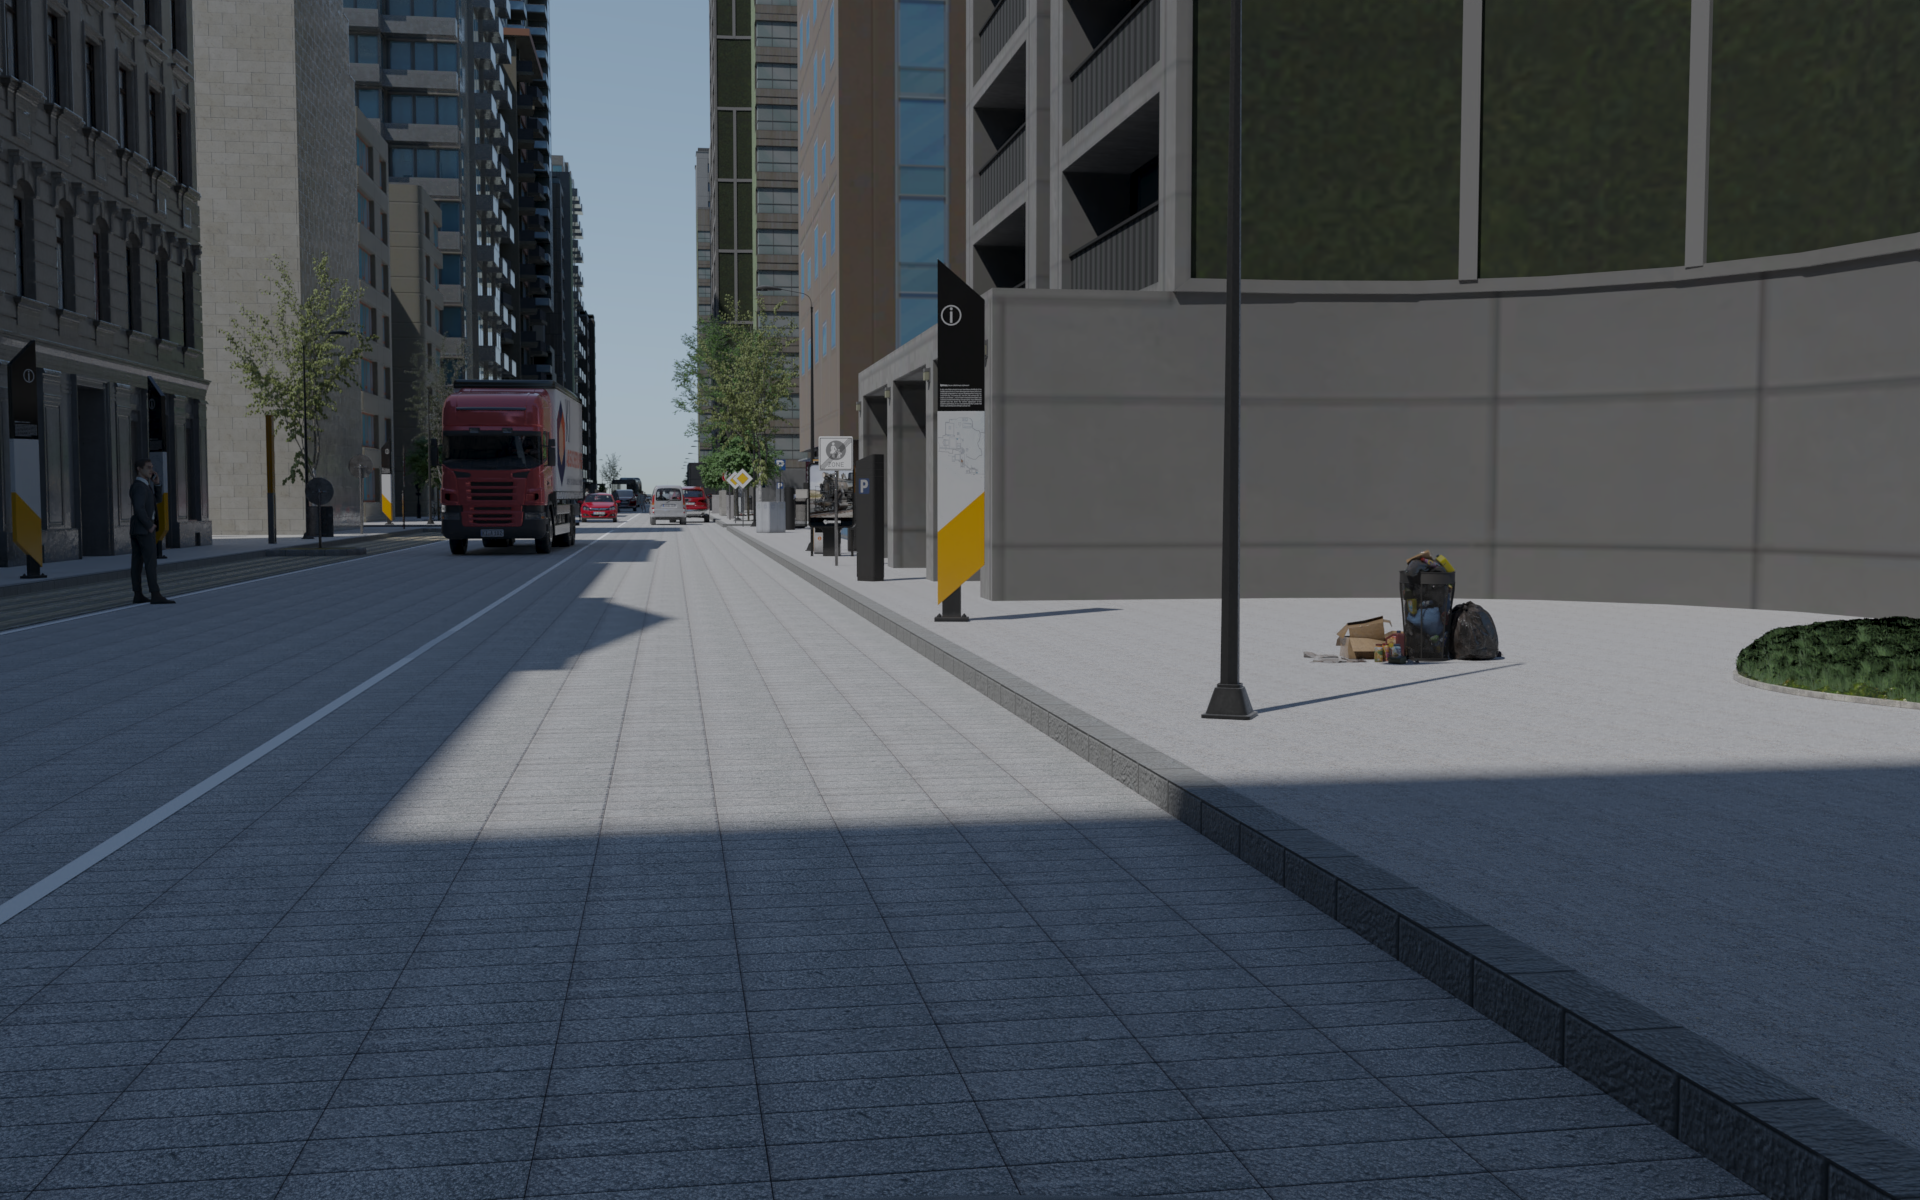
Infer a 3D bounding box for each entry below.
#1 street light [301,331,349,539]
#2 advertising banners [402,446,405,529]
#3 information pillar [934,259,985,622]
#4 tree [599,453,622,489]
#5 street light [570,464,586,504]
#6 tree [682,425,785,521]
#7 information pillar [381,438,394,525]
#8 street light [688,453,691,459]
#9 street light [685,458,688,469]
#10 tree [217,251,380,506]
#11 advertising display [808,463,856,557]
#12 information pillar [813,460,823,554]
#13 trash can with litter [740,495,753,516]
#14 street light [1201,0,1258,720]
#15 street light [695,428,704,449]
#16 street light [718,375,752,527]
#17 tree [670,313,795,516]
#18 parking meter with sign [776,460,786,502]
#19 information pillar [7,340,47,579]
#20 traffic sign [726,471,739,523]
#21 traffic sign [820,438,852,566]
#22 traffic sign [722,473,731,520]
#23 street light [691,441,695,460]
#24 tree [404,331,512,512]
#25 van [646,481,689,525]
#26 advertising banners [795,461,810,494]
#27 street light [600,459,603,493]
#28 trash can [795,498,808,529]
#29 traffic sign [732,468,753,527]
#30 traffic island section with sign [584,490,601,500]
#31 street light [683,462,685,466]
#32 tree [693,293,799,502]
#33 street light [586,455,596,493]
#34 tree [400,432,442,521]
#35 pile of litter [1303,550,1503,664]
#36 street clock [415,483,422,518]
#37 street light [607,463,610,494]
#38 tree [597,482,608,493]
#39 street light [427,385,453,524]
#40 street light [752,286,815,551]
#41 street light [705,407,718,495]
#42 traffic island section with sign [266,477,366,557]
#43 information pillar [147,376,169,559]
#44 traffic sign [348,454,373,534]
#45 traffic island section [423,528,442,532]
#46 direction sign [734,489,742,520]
[{"bbox_3d":[-18.039,-4.691,49.245,1.470,5.913,1.316,-1,4,-9],"label":"street light"},{"bbox_3d":[-20.364,-4.109,63.369,0.090,3.025,2.074,-1,4,-20],"label":"advertising banners"},{"bbox_3d":[-0.002,-1.589,17.340,0.504,3.616,0.183,0,4,3],"label":"information pillar"},{"bbox_3d":[-61.096,-21.577,303.143,4.737,8.622,4.395,0,3,0],"label":"tree"},{"bbox_3d":[-39.407,-12.541,177.587,1.470,5.913,1.316,-1,4,-9],"label":"street light"},{"bbox_3d":[-10.116,-6.026,82.239,4.285,4.588,4.351,0,3,0],"label":"tree"},{"bbox_3d":[-24.073,-4.979,72.768,0.504,3.616,0.183,2,4,24],"label":"information pillar"},{"bbox_3d":[-25.144,-11.868,166.574,1.470,5.913,1.316,-1,4,-9],"label":"street light"},{"bbox_3d":[-29.900,-13.608,195.037,1.470,5.913,1.316,-1,4,-9],"label":"street light"},{"bbox_3d":[-19.622,-6.203,51.775,4.737,8.622,4.395,0,3,0],"label":"tree"},{"bbox_3d":[-2.637,-1.859,35.615,0.974,1.923,0.123,1,4,9],"label":"advertising display"},{"bbox_3d":[-2.930,-1.988,37.001,0.304,2.012,0.304,2,4,24],"label":"information pillar"},{"bbox_3d":[-12.761,-5.693,104.146,1.678,1.210,2.233,-3,4,-39],"label":"trash can with litter"},{"bbox_3d":[1.018,-2.274,9.719,1.470,5.913,1.316,-1,4,-9],"label":"street light"},{"bbox_3d":[-17.616,-9.094,121.229,1.470,5.913,1.316,-1,4,-9],"label":"street light"},{"bbox_3d":[-8.602,-5.825,67.784,1.470,5.913,1.316,-1,4,-9],"label":"street light"},{"bbox_3d":[-13.152,-10.676,100.313,9.928,11.665,9.643,0,3,0],"label":"tree"},{"bbox_3d":[-9.176,-5.644,88.537,0.543,3.016,1.738,0,4,-5],"label":"parking meter with sign"},{"bbox_3d":[-14.125,-2.130,26.178,0.183,3.616,0.504,1,4,16],"label":"information pillar"},{"bbox_3d":[-9.824,-4.409,75.725,0.795,2.450,0.064,-1,4,-9],"label":"traffic sign"},{"bbox_3d":[-2.207,-1.758,30.866,0.606,2.300,0.079,0,4,-1],"label":"traffic sign"},{"bbox_3d":[-11.424,-5.252,85.981,0.768,2.556,0.104,0,4,-5],"label":"traffic sign"},{"bbox_3d":[-22.312,-10.841,149.795,1.470,5.913,1.316,-1,4,-9],"label":"street light"},{"bbox_3d":[-23.557,-7.891,79.378,4.360,8.622,3.978,0,3,0],"label":"tree"},{"bbox_3d":[-13.749,-4.553,81.453,2.013,2.044,4.112,-1,4,-11],"label":"van"},{"bbox_3d":[-8.483,-5.849,91.811,0.090,3.025,2.074,2,4,33],"label":"advertising banners"},{"bbox_3d":[-48.453,-15.849,231.673,1.470,5.913,1.316,-1,4,-9],"label":"street light"},{"bbox_3d":[-5.996,-3.231,64.485,0.748,1.137,0.748,0,3,0],"label":"trash can"},{"bbox_3d":[-8.508,-3.927,67.848,0.795,2.450,0.064,-1,4,-9],"label":"traffic sign"},{"bbox_3d":[-37.067,-10.025,172.539,1.989,1.847,2.006,-1,4,-9],"label":"traffic island section with sign"},{"bbox_3d":[-34.877,-15.404,224.398,1.470,5.913,1.316,-1,4,-9],"label":"street light"},{"bbox_3d":[-7.442,-6.861,62.541,4.737,8.622,4.395,0,3,0],"label":"tree"},{"bbox_3d":[-44.010,-14.284,206.076,1.470,5.913,1.316,-1,4,-9],"label":"street light"},{"bbox_3d":[-25.494,-6.159,84.416,4.285,4.588,4.351,0,3,0],"label":"tree"},{"bbox_3d":[3.489,0.023,13.594,1.719,0.858,1.176,0,4,-3],"label":"pile of litter"},{"bbox_3d":[-28.517,-5.300,91.225,0.358,2.002,0.471,-2,4,-30],"label":"street clock"},{"bbox_3d":[-53.189,-17.590,260.139,1.470,5.913,1.316,-1,4,-9],"label":"street light"},{"bbox_3d":[-56.122,-16.985,272.312,1.663,3.219,1.824,0,3,0],"label":"tree"},{"bbox_3d":[-21.968,-6.177,73.541,1.470,5.913,1.316,-1,4,-9],"label":"street light"},{"bbox_3d":[-3.853,-4.054,38.820,1.470,5.913,1.316,-1,4,-9],"label":"street light"},{"bbox_3d":[-12.737,-7.334,92.445,1.470,5.913,1.316,-1,4,-9],"label":"street light"},{"bbox_3d":[-15.022,-1.951,40.530,1.989,1.847,2.006,-1,4,-9],"label":"traffic island section with sign"},{"bbox_3d":[-15.851,-2.622,34.228,0.504,3.616,0.183,2,4,35],"label":"information pillar"},{"bbox_3d":[-19.247,-3.397,55.641,0.768,2.556,0.104,0,4,-8],"label":"traffic sign"},{"bbox_3d":[-19.279,-2.682,66.138,2.009,0.180,2.903,-1,4,-9],"label":"traffic island section"},{"bbox_3d":[-10.945,-5.706,85.290,0.379,3.537,0.876,-2,4,-35],"label":"direction sign"}]
